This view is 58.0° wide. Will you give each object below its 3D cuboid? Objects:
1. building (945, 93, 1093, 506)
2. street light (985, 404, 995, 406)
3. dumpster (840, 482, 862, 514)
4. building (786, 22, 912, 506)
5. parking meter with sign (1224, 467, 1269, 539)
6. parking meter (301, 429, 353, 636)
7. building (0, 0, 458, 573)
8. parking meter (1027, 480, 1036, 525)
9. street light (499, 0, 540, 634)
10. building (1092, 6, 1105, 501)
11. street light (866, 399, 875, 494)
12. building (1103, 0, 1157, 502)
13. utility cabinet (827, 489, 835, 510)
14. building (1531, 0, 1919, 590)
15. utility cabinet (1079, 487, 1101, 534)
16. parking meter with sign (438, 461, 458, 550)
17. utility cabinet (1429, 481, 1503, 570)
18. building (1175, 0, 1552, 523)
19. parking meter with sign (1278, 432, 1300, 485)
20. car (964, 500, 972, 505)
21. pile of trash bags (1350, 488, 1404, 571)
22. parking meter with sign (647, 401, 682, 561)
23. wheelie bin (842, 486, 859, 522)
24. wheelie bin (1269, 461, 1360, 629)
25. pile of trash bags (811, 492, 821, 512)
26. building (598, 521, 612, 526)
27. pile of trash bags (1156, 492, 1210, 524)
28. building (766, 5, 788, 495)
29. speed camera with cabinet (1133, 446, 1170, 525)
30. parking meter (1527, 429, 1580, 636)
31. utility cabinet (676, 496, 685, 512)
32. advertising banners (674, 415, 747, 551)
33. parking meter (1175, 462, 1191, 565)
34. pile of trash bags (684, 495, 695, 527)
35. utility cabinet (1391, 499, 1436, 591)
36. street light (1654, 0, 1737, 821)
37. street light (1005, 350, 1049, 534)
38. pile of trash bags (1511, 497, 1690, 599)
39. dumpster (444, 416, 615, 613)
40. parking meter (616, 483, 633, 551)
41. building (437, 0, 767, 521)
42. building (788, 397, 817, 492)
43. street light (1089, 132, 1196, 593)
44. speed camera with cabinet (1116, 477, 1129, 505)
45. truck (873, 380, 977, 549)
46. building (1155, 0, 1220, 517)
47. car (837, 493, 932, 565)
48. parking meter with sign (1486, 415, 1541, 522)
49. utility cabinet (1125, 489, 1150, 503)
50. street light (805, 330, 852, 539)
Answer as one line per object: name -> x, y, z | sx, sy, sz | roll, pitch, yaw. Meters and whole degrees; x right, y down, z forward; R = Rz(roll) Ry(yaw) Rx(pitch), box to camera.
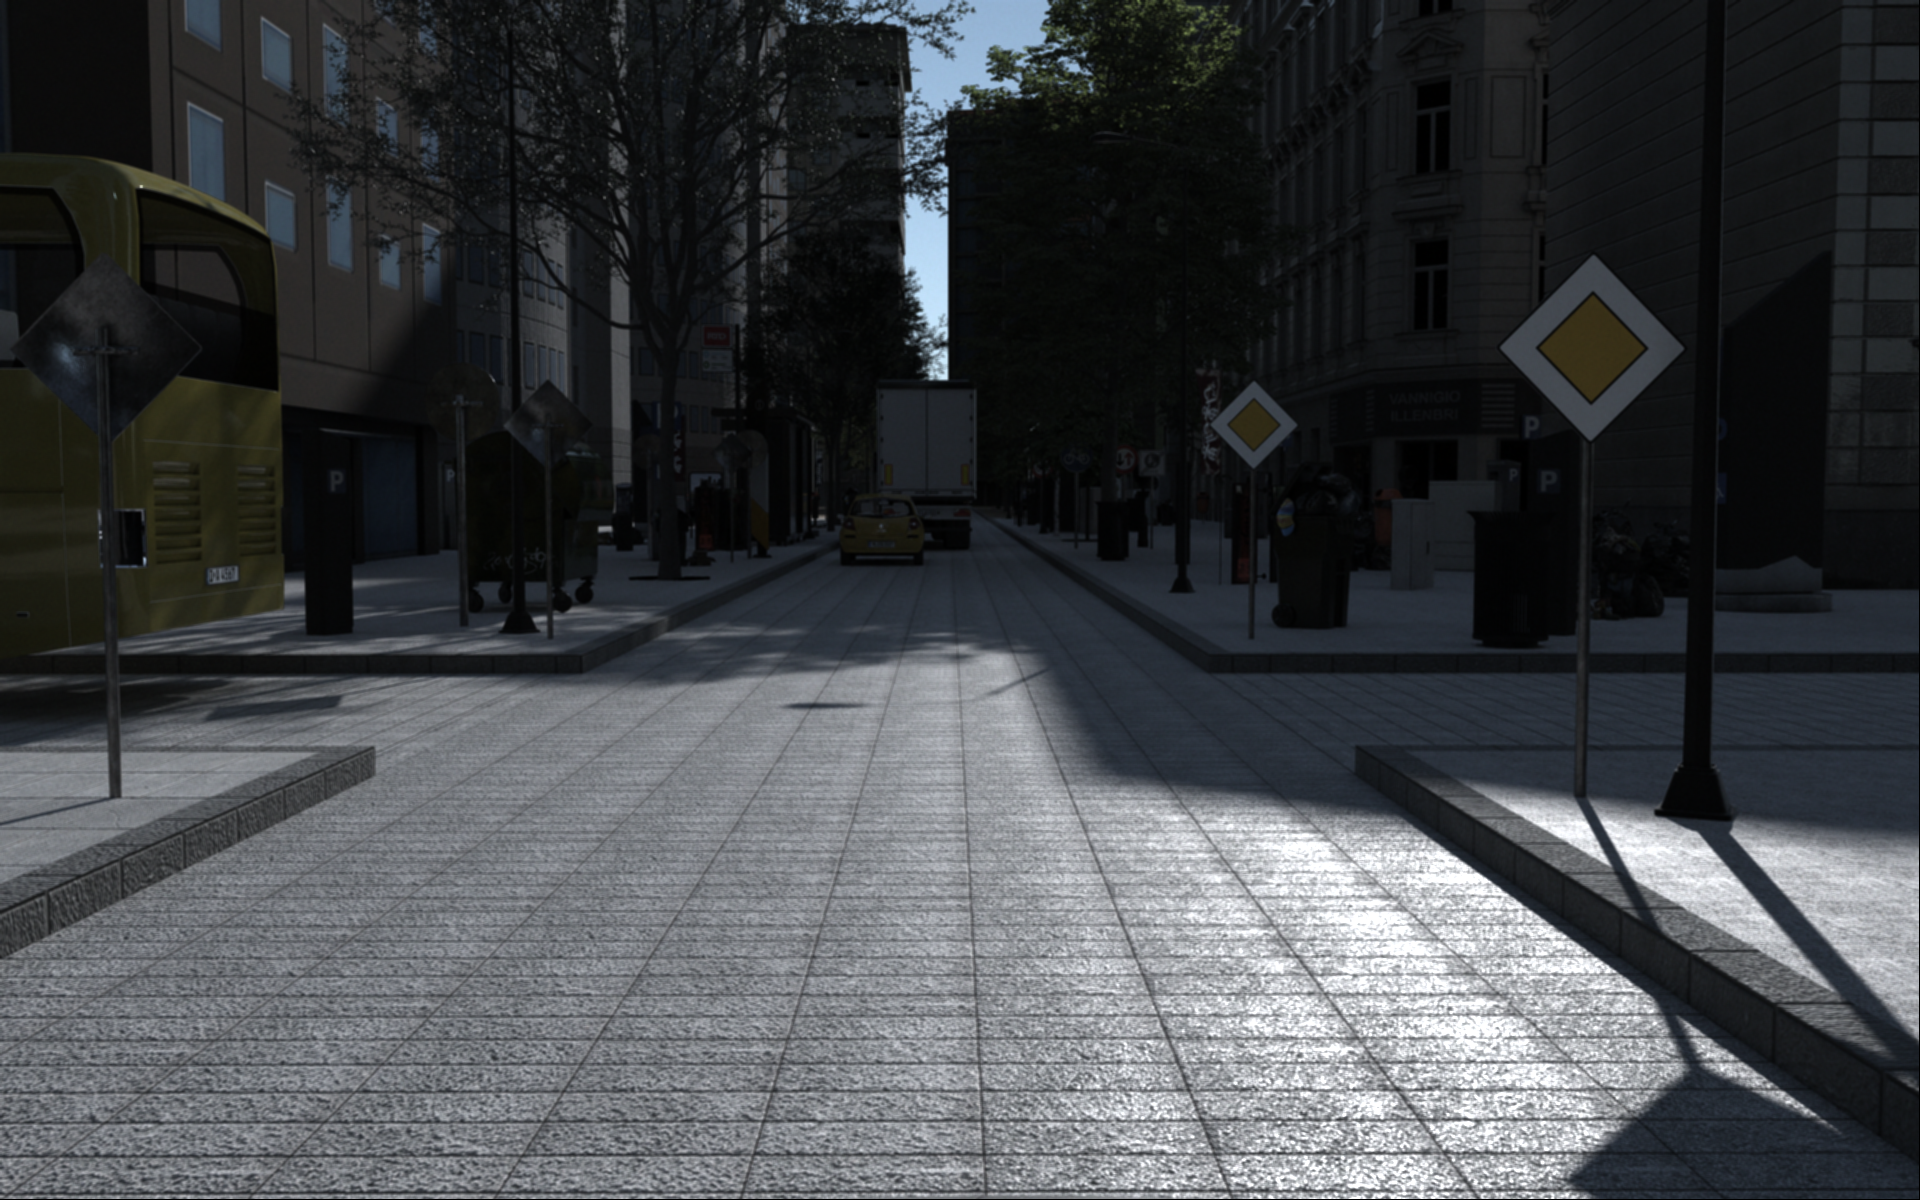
building -> 11.137, -32.874, 192.108 | 28.867, 44.769, 22.147 | 0, 4, 0
street light -> 1.982, -7.152, 89.477 | 1.470, 5.913, 1.316 | 0, 4, 0
dumpster -> -5.236, -4.596, 80.908 | 1.264, 1.857, 1.865 | 0, 4, 0
building -> -17.247, -37.108, 195.949 | 27.495, 52.752, 28.713 | 0, 4, 0
parking meter with sign -> 8.489, -3.276, 49.816 | 1.738, 3.016, 0.543 | 1, 4, 23
parking meter -> -5.779, -0.620, 15.850 | 0.255, 1.863, 0.399 | 2, 4, 25
building -> -17.658, -23.173, 28.984 | 14.600, 45.320, 14.200 | 0, 4, 0
parking meter -> 2.940, -4.013, 71.323 | 0.255, 1.863, 0.399 | 2, 4, 32
street light -> -3.540, -2.650, 15.863 | 1.470, 5.913, 1.316 | 0, 4, 0
building -> 21.423, -36.714, 142.277 | 21.231, 58.520, 28.212 | 0, 4, 0
street light -> -3.899, -6.736, 82.675 | 1.470, 5.913, 1.316 | 0, 4, 0
building -> 21.385, -30.215, 117.721 | 21.300, 48.544, 21.600 | 0, 4, 0
utility cabinet -> -5.491, -3.993, 73.962 | 0.318, 1.500, 1.173 | 0, 4, -2
building -> 23.645, -14.117, 28.082 | 25.104, 27.353, 12.463 | 0, 4, 0
utility cabinet -> 4.178, -2.874, 55.671 | 0.318, 1.500, 1.173 | -1, 4, -17
parking meter with sign -> -12.012, -2.683, 40.127 | 1.738, 3.016, 0.543 | 3, 4, 36
utility cabinet -> 8.419, -1.235, 28.873 | 1.173, 1.500, 0.318 | 3, 5, 42
building -> 19.751, -17.857, 68.372 | 17.030, 29.872, 44.131 | 0, 4, 0
parking meter with sign -> 8.494, -2.878, 43.309 | 0.543, 3.016, 1.738 | -1, 4, -21
car -> -0.243, -5.847, 105.827 | 2.015, 1.641, 3.980 | 0, 4, -1
pile of trash bags -> 6.782, -1.183, 29.091 | 1.912, 1.369, 3.447 | 0, 4, -3
parking meter with sign -> -5.752, -2.271, 33.393 | 0.543, 3.016, 1.738 | -1, 4, -17
wheelie bin -> -4.264, -3.663, 67.795 | 0.693, 1.594, 0.980 | 0, 4, 1
wheelie bin -> 3.442, -0.539, 16.716 | 0.693, 1.594, 0.980 | 3, 4, 38
pile of trash bags -> -8.182, -4.387, 81.472 | 3.447, 1.369, 1.912 | 1, 4, 17
building -> -24.338, -31.541, 57.691 | 21.231, 58.520, 28.212 | 0, 4, 0
pile of trash bags -> 9.169, -4.020, 75.472 | 3.447, 1.369, 1.912 | 1, 4, 12
building -> -20.134, -29.107, 126.005 | 14.600, 45.320, 14.200 | 0, 4, 0
speed camera with cabinet -> 7.908, -4.721, 71.523 | 0.660, 3.252, 2.038 | -2, 4, -25
parking meter -> 5.407, -0.617, 15.798 | 0.255, 1.863, 0.399 | -3, 5, -43
utility cabinet -> -9.337, -2.744, 56.019 | 1.020, 1.237, 0.306 | 3, 5, 42
advertising banners -> -5.665, -2.594, 38.604 | 2.074, 3.025, 0.090 | -3, 4, -38
parking meter -> 4.070, -1.586, 31.635 | 0.255, 1.863, 0.399 | 0, 4, 5
pile of trash bags -> -11.380, -3.540, 67.636 | 1.912, 1.369, 3.447 | 0, 4, -2
utility cabinet -> 6.146, -0.752, 23.459 | 0.306, 1.237, 1.020 | 2, 4, 32
street light -> 2.419, -2.095, 6.790 | 1.470, 5.913, 1.316 | 0, 4, 0
street light -> 2.164, -5.094, 55.832 | 1.470, 5.913, 1.316 | 0, 4, 0
pile of trash bags -> 8.869, -0.760, 22.186 | 3.447, 1.369, 1.912 | -1, 4, -10
dumpster -> -4.812, -1.037, 19.452 | 1.502, 2.255, 1.985 | 0, 4, 0
parking meter -> -7.571, -1.875, 39.068 | 0.372, 1.533, 0.369 | 0, 3, 0
building -> -23.601, -34.357, 103.739 | 21.231, 58.520, 28.212 | 0, 4, 0
building -> -28.563, -50.929, 145.355 | 31.000, 86.520, 22.319 | 0, 4, 0
street light -> 2.359, -3.051, 22.427 | 1.470, 5.913, 1.316 | 0, 4, 0
speed camera with cabinet -> 8.837, -5.860, 90.154 | 2.038, 3.252, 0.660 | -3, 5, -44
truck -> -1.036, -3.625, 48.189 | 2.839, 4.237, 11.283 | 0, 4, -2
building -> 18.163, -25.457, 99.819 | 14.154, 41.232, 14.086 | 0, 4, 0
car -> -1.599, -1.592, 36.247 | 2.015, 1.641, 3.980 | 0, 4, -1
parking meter with sign -> 12.210, -2.608, 38.899 | 0.543, 3.016, 1.738 | -2, 4, -23
utility cabinet -> 8.050, -4.290, 78.826 | 1.173, 1.500, 0.318 | 0, 4, -5
street light -> -3.758, -4.693, 49.269 | 1.470, 5.913, 1.316 | 0, 4, 0
